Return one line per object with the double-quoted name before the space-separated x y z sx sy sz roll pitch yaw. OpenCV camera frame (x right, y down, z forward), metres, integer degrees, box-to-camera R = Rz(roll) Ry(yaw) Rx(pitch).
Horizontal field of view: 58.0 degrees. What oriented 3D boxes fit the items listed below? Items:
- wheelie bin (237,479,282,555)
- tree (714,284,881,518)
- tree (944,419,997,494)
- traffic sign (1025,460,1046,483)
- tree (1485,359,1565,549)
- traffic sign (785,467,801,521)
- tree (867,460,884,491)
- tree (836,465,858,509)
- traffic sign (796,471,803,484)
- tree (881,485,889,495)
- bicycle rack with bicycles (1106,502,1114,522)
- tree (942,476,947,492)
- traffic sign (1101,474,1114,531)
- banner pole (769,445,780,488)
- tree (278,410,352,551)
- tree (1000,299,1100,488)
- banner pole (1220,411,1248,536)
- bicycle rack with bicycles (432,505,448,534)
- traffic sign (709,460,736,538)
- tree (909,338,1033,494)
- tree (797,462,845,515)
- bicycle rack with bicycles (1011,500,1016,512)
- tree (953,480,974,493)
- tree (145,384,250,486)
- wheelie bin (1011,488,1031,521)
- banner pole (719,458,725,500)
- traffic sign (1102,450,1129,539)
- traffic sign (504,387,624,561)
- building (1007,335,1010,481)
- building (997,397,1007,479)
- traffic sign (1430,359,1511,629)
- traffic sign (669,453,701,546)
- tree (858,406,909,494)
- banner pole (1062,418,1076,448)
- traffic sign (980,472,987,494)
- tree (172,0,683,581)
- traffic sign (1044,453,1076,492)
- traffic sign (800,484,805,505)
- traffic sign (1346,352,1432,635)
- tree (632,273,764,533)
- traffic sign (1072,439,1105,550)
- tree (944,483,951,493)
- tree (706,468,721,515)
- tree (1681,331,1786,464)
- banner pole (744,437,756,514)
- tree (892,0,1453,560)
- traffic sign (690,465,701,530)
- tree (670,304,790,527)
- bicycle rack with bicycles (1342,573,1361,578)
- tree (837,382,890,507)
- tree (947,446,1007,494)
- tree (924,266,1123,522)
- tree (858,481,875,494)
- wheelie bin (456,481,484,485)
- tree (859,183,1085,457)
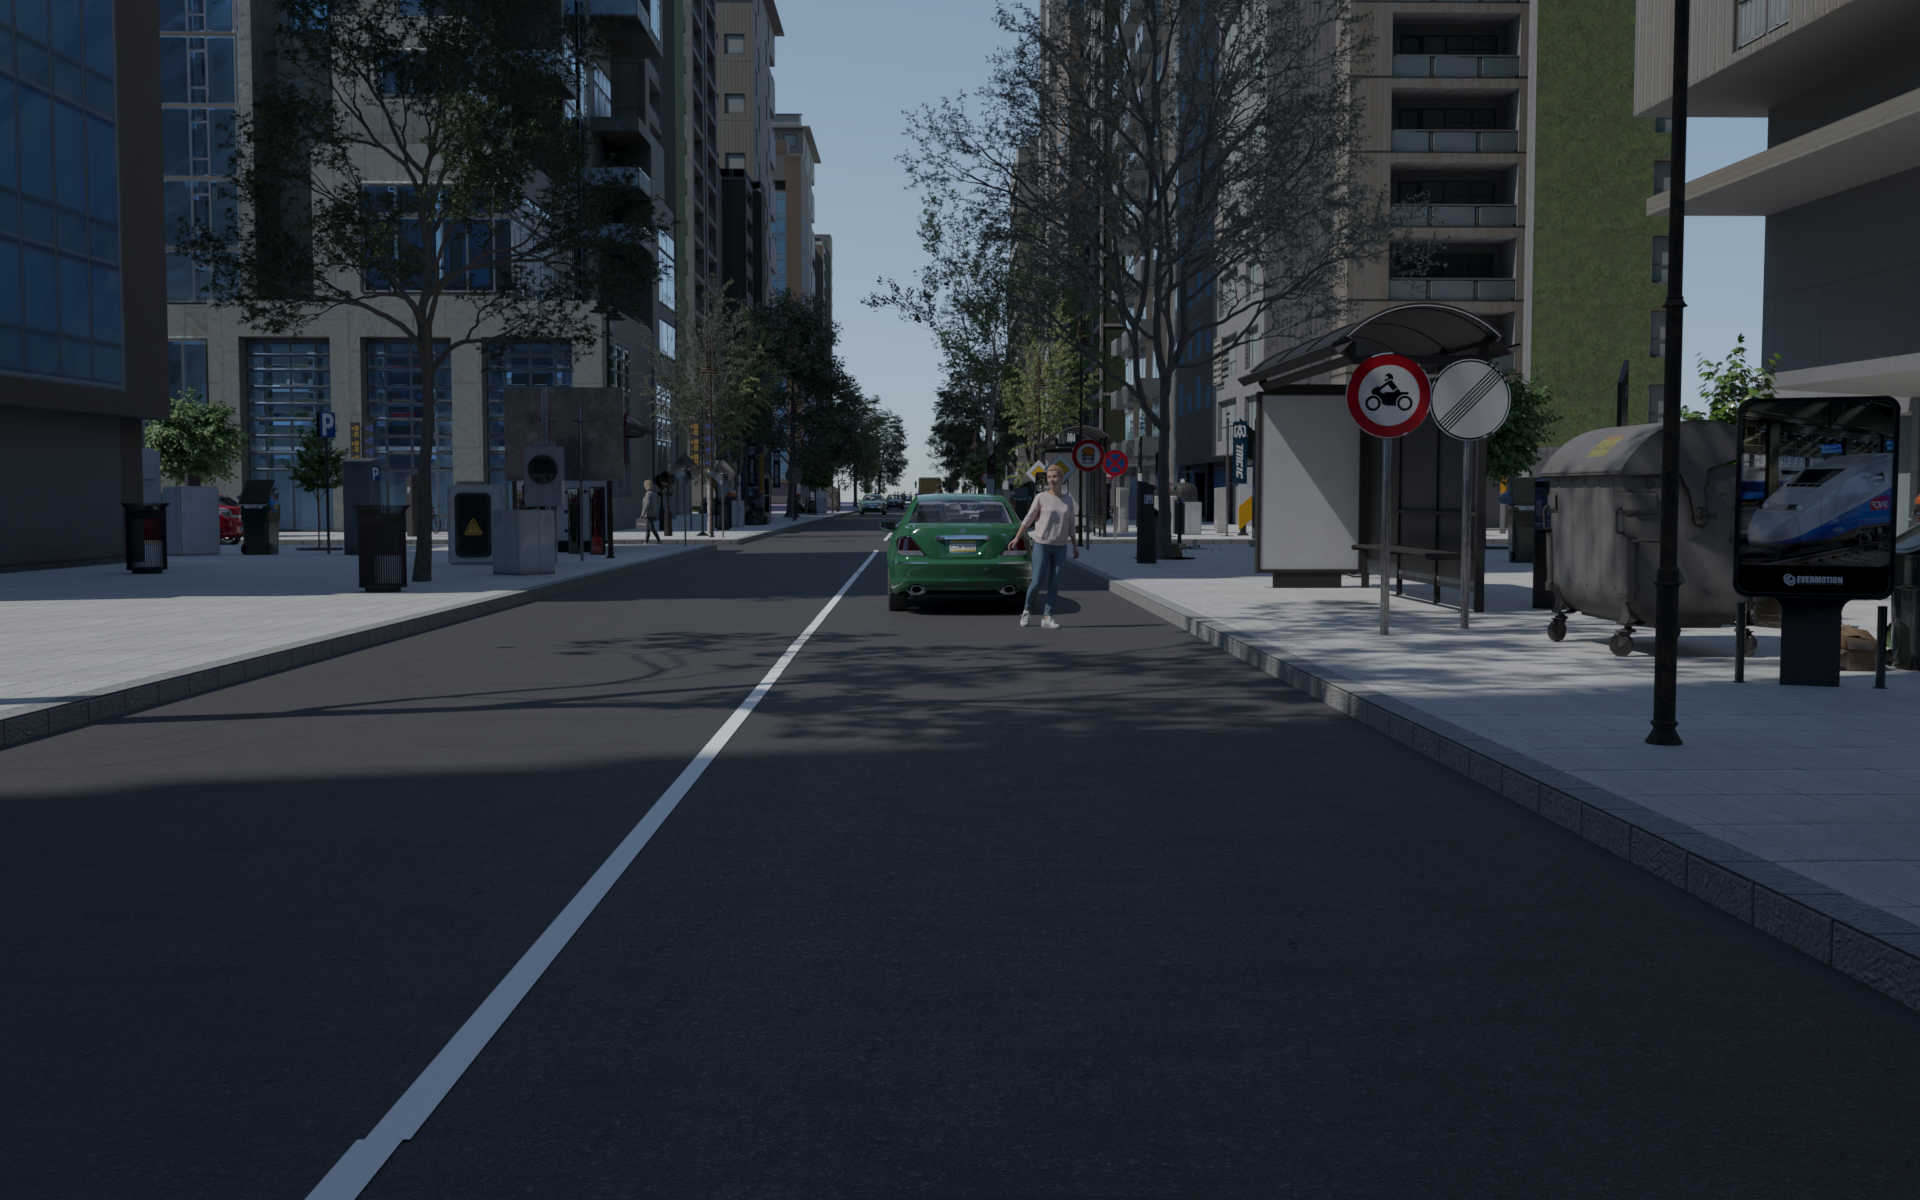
"wheelie bin" -14.870 -1.766 36.774 0.980 1.594 0.693 0 4 6
"tree" -9.135 -10.870 94.729 9.611 12.733 9.660 0 3 0
"tree" 1.229 -13.921 177.977 4.360 8.622 3.978 0 3 0
"traffic sign" 2.295 -2.871 50.583 0.795 2.450 0.064 0 4 -1
"tree" 12.465 -3.492 40.813 4.285 4.588 4.351 0 3 0
"traffic sign" -7.932 -5.028 82.309 0.768 2.556 0.104 0 4 5
"tree" -11.553 -16.172 214.774 4.360 8.622 3.978 0 3 0
"tree" -11.204 -14.259 183.488 4.737 8.622 4.395 0 3 0
"traffic sign" -8.267 -5.313 86.967 0.768 2.556 0.104 0 4 1
"tree" -12.434 -17.637 282.969 1.663 3.219 1.824 0 3 0
"bicycle rack with bicycles" 6.347 -3.973 78.345 2.852 0.926 2.925 -3 4 -39
"tree" -1.389 -17.220 265.266 4.285 4.588 4.351 0 3 0
"traffic sign" 4.936 -3.695 60.420 0.884 2.594 0.081 0 4 3
"banner pole" -9.412 -5.975 87.712 0.863 3.779 0.401 2 4 32
"tree" -14.777 -2.749 39.540 1.663 3.219 1.824 0 3 0
"tree" 3.279 -7.078 66.091 4.737 8.622 4.395 0 3 0
"banner pole" 8.309 -3.816 52.404 0.863 3.779 0.401 2 4 29
"bicycle rack with bicycles" -16.025 -2.621 56.229 2.852 0.926 2.925 -3 4 -39
"traffic sign" -6.898 -2.861 50.412 0.795 2.450 0.064 0 4 -1
"tree" 1.618 -14.457 143.035 9.857 13.997 8.962 0 3 0
"tree" -8.836 -7.538 106.957 4.285 4.588 4.351 0 3 0
"bicycle rack with bicycles" 3.128 -5.452 102.528 2.925 0.926 2.852 -1 4 -12
"tree" 0.585 -12.450 198.159 1.663 3.219 1.824 0 3 0
"tree" -22.937 -4.160 51.734 4.285 4.588 4.351 0 3 0
"wheelie bin" 2.986 -4.656 84.031 0.980 1.594 0.693 0 4 7
"banner pole" -14.678 -7.130 106.593 0.401 3.779 0.863 -3 5 -41
"traffic sign" 4.462 -3.042 49.847 0.768 2.556 0.104 0 4 5
"traffic sign" -7.552 -2.396 33.045 2.265 3.308 0.079 0 3 0
"building" 13.680 -29.214 249.350 14.160 30.474 14.107 0 4 -1
"building" 20.186 -26.087 271.559 27.650 21.520 28.899 0 4 -1
"traffic sign" 4.814 -0.999 16.442 0.768 2.556 0.104 0 4 0
"traffic sign" -6.731 -2.372 42.429 0.795 2.450 0.064 0 4 -1
"tree" -11.633 -21.059 250.968 9.857 13.997 8.962 0 3 0
"banner pole" 3.544 -4.084 56.793 0.401 3.779 0.863 -3 4 -36
"traffic sign" 1.522 -6.028 98.662 0.768 2.556 0.104 0 4 4
"tree" -7.608 -5.560 25.316 7.601 10.594 8.767 -2 4 -28
"traffic sign" 2.461 -2.383 42.599 0.795 2.450 0.064 0 4 -1
"traffic sign" -10.384 -7.070 115.695 0.768 2.556 0.104 0 4 7
"traffic sign" 3.868 -0.954 15.705 0.768 2.556 0.104 0 4 4
"tree" -8.489 -6.515 56.877 4.360 8.622 3.978 0 3 0
"traffic sign" 2.950 -2.435 39.911 0.768 2.556 0.104 0 4 1
"tree" -1.612 -15.864 253.973 1.663 3.219 1.824 0 3 0
"tree" -14.340 -6.708 104.283 1.663 3.219 1.824 0 3 0
"tree" 9.353 -1.591 20.617 1.663 3.219 1.824 0 3 0
"banner pole" -9.167 -5.226 75.464 0.863 3.779 0.401 3 5 41
"tree" 3.898 -7.535 33.564 12.009 13.543 11.850 0 3 0
"traffic sign" -9.604 -3.773 61.801 0.768 2.556 0.104 0 4 4
"tree" -8.743 -7.103 66.493 4.737 8.622 4.395 0 3 0
"bicycle rack with bicycles" 6.603 -0.833 27.003 2.925 0.926 2.852 1 4 13
"tree" -10.843 -15.759 175.782 7.486 12.596 7.792 0 3 0
"tree" 1.660 -8.169 117.275 4.285 4.588 4.351 0 3 0
"tree" 3.143 -9.218 76.469 9.928 11.665 9.643 0 3 0
"tree" -11.458 -13.699 218.571 1.663 3.219 1.824 0 3 0
"wheelie bin" -11.924 -2.089 42.060 0.980 1.594 0.693 -1 4 -15
"tree" 0.586 -15.342 106.738 12.611 20.169 13.585 0 3 0
